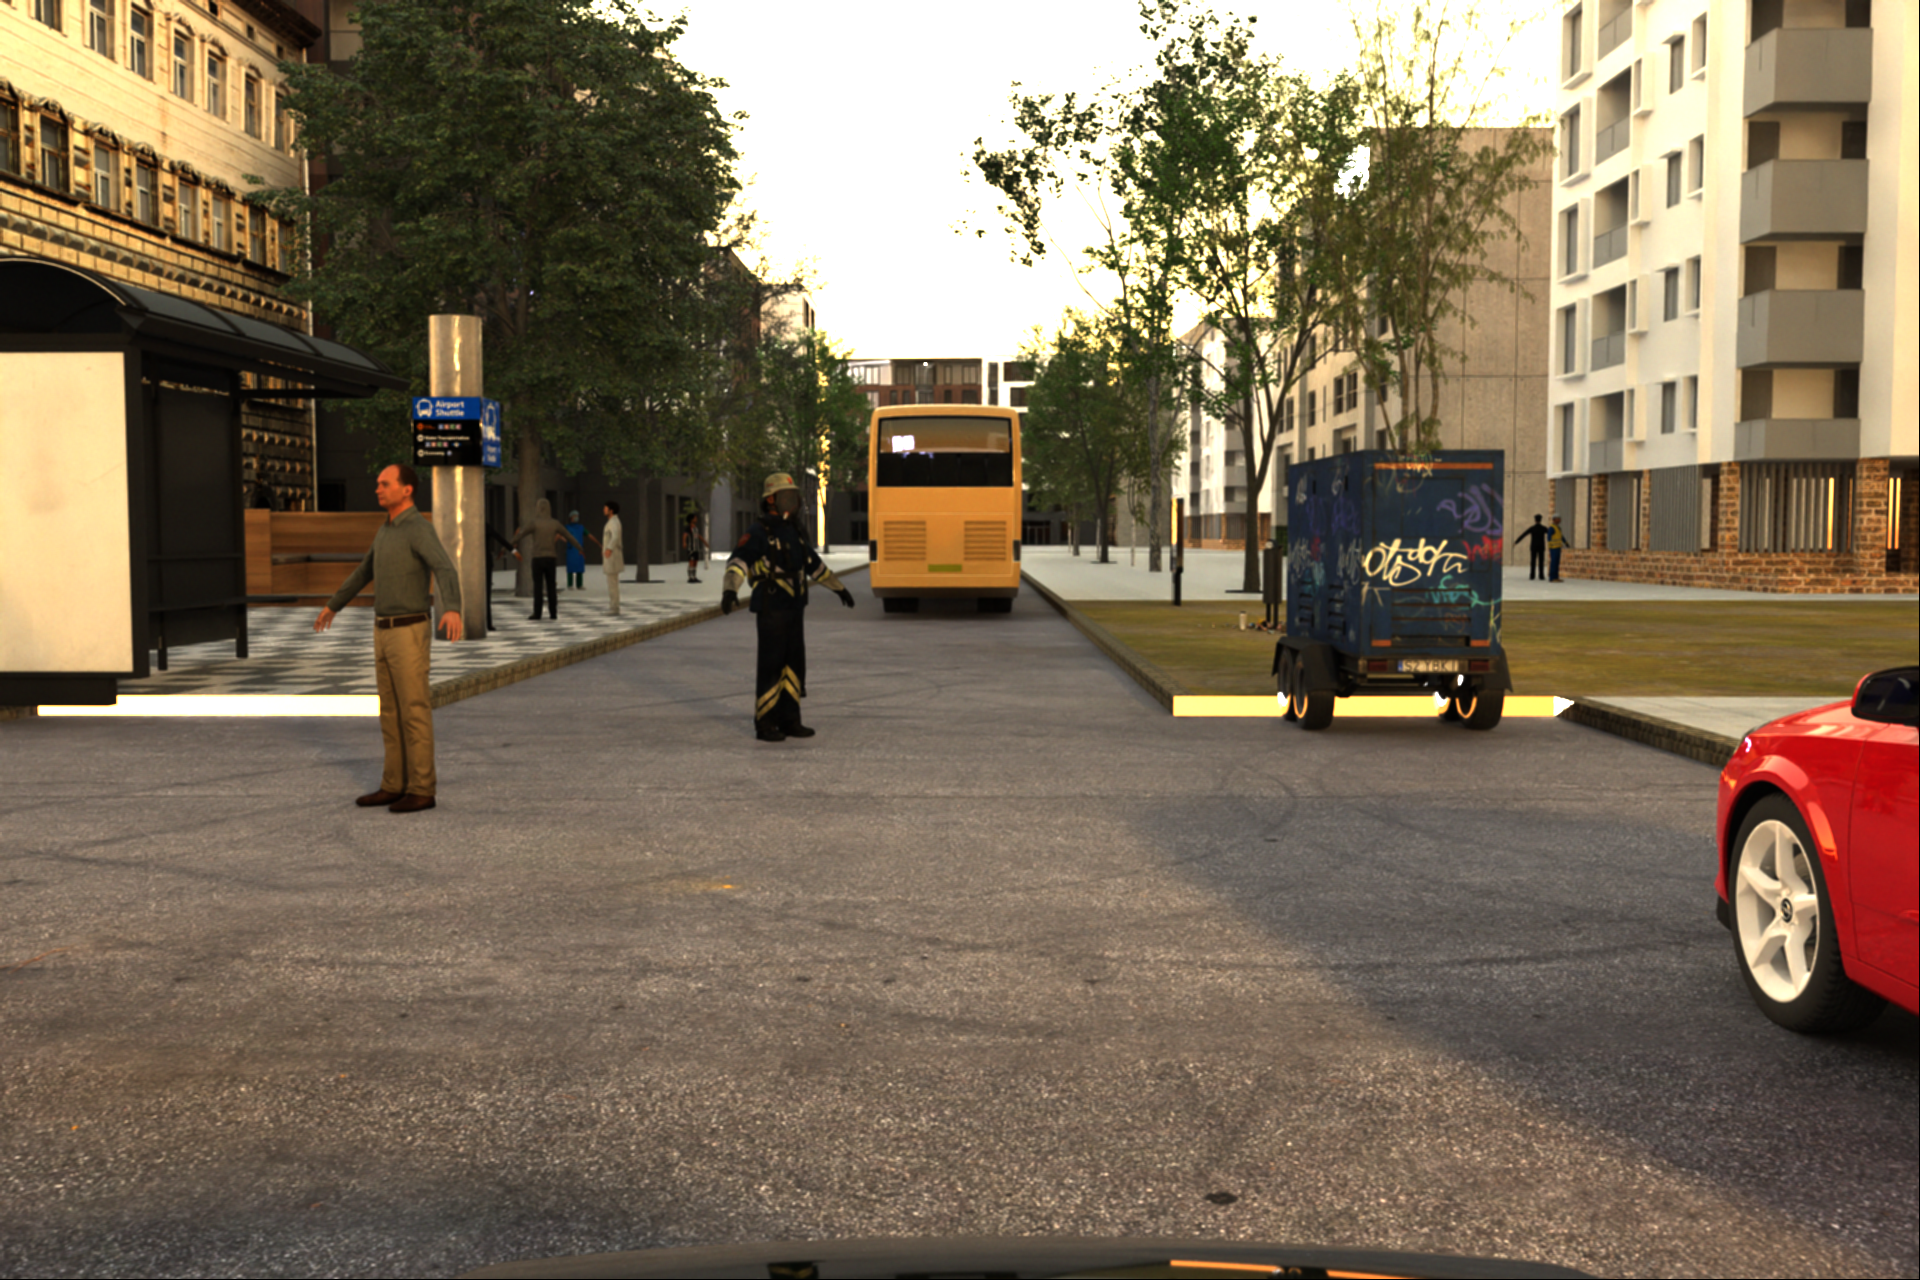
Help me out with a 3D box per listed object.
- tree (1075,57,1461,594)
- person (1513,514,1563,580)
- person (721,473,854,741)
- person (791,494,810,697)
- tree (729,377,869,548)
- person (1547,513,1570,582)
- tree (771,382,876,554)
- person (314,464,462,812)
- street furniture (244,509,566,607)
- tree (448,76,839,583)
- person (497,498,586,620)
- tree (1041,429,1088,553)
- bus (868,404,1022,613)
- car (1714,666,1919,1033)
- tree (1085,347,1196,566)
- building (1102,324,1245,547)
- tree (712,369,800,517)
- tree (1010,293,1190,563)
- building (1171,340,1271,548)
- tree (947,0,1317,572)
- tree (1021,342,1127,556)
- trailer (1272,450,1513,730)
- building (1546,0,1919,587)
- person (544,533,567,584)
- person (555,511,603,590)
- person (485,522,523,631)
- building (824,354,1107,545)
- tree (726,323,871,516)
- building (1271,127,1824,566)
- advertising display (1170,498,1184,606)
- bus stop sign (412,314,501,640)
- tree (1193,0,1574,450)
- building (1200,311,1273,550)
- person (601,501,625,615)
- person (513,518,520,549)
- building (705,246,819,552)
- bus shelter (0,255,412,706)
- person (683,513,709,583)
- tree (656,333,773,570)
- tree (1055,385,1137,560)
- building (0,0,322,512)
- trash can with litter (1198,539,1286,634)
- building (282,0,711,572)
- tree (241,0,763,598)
[{"bbox_3d":[6.536,-6.838,37.561,9.928,11.665,9.643,0,3,0],"label":"tree"},{"bbox_3d":[16.242,-2.615,48.688,1.347,1.837,0.705,1,4,22],"label":"person"},{"bbox_3d":[-1.239,-0.236,12.101,0.705,1.856,1.354,2,4,35],"label":"person"},{"bbox_3d":[-1.520,-0.403,15.278,0.704,1.802,1.346,-1,4,-18],"label":"person"},{"bbox_3d":[-8.512,-9.981,97.600,8.767,10.594,7.601,-2,4,-30],"label":"tree"},{"bbox_3d":[15.940,-2.465,46.275,0.705,1.833,1.349,3,5,39],"label":"person"},{"bbox_3d":[-8.575,-11.346,111.261,9.928,11.665,9.643,0,3,0],"label":"tree"},{"bbox_3d":[-2.940,-0.020,9.048,1.348,1.796,0.705,3,5,42],"label":"person"},{"bbox_3d":[-13.351,-1.682,34.350,11.010,1.723,9.812,-1,4,-9],"label":"street furniture"},{"bbox_3d":[-8.264,-8.264,45.491,12.009,13.543,11.850,0,3,0],"label":"tree"},{"bbox_3d":[-6.241,-1.212,25.948,1.348,1.813,0.705,-2,4,-30],"label":"person"},{"bbox_3d":[7.613,-10.168,116.606,4.360,8.622,3.978,0,3,0],"label":"tree"},{"bbox_3d":[-0.205,-2.624,34.448,2.896,3.916,12.252,0,4,0],"label":"bus"},{"bbox_3d":[3.235,0.326,3.713,2.155,1.783,4.494,0,4,1],"label":"car"},{"bbox_3d":[7.153,-7.253,68.944,4.737,8.622,4.395,0,3,0],"label":"tree"},{"bbox_3d":[25.154,-21.564,183.506,19.493,23.208,18.063,0,4,0],"label":"building"},{"bbox_3d":[-8.627,-7.713,76.476,4.360,8.622,3.978,0,3,0],"label":"tree"},{"bbox_3d":[6.267,-9.196,76.113,9.928,11.665,9.643,0,3,0],"label":"tree"},{"bbox_3d":[25.903,-19.125,169.118,16.016,20.090,11.380,0,4,0],"label":"building"},{"bbox_3d":[5.887,-12.323,57.376,12.611,20.169,13.585,0,3,0],"label":"tree"},{"bbox_3d":[6.508,-11.232,101.770,7.486,12.596,7.792,0,3,0],"label":"tree"},{"bbox_3d":[3.198,-0.406,13.684,1.471,1.999,3.904,0,3,0],"label":"trailer"},{"bbox_3d":[22.636,-11.813,49.561,16.016,20.090,11.380,0,4,1],"label":"building"},{"bbox_3d":[-10.495,-2.334,44.024,1.347,1.847,0.705,1,4,18],"label":"person"},{"bbox_3d":[-8.848,-2.063,39.855,1.347,1.817,0.704,-3,5,-39],"label":"person"},{"bbox_3d":[-6.360,-1.000,23.073,1.216,1.740,0.721,1,4,22],"label":"person"},{"bbox_3d":[1.377,-22.202,209.439,32.646,21.610,27.936,0,4,4],"label":"building"},{"bbox_3d":[-7.941,-9.731,84.861,9.928,11.665,9.643,0,3,0],"label":"tree"},{"bbox_3d":[26.193,-13.304,83.980,16.747,18.905,31.486,0,4,1],"label":"building"},{"bbox_3d":[3.910,-1.592,31.249,0.123,1.923,0.974,0,4,0],"label":"advertising display"},{"bbox_3d":[-6.125,-1.964,21.127,0.837,3.901,0.837,0,4,0],"label":"bus stop sign"},{"bbox_3d":[5.220,-4.201,19.056,4.360,8.622,3.978,0,3,0],"label":"tree"},{"bbox_3d":[25.809,-17.816,147.704,16.016,20.090,11.380,0,4,1],"label":"building"},{"bbox_3d":[-5.571,-1.310,27.603,0.705,1.806,1.347,-1,4,-14],"label":"person"},{"bbox_3d":[-10.539,-2.162,42.146,1.217,1.733,0.721,3,5,45],"label":"person"},{"bbox_3d":[-26.763,-18.071,139.430,27.936,21.610,32.646,0,4,0],"label":"building"},{"bbox_3d":[-6.790,-1.312,15.368,2.014,3.302,5.546,0,4,2],"label":"bus shelter"},{"bbox_3d":[-6.990,-2.406,45.483,0.704,1.843,1.345,1,4,19],"label":"person"},{"bbox_3d":[-9.022,-6.844,62.261,4.737,8.622,4.395,0,3,0],"label":"tree"},{"bbox_3d":[6.788,-8.219,84.735,4.360,8.622,3.978,0,3,0],"label":"tree"},{"bbox_3d":[-29.059,-12.999,43.463,19.493,23.208,18.063,0,4,1],"label":"building"},{"bbox_3d":[4.136,-0.735,23.081,1.678,1.210,2.233,0,4,-1],"label":"trash can with litter"},{"bbox_3d":[-26.328,-13.785,69.360,27.936,21.610,32.646,0,3,0],"label":"building"},{"bbox_3d":[-8.855,-7.843,34.888,9.857,13.997,8.962,0,3,0],"label":"tree"}]
